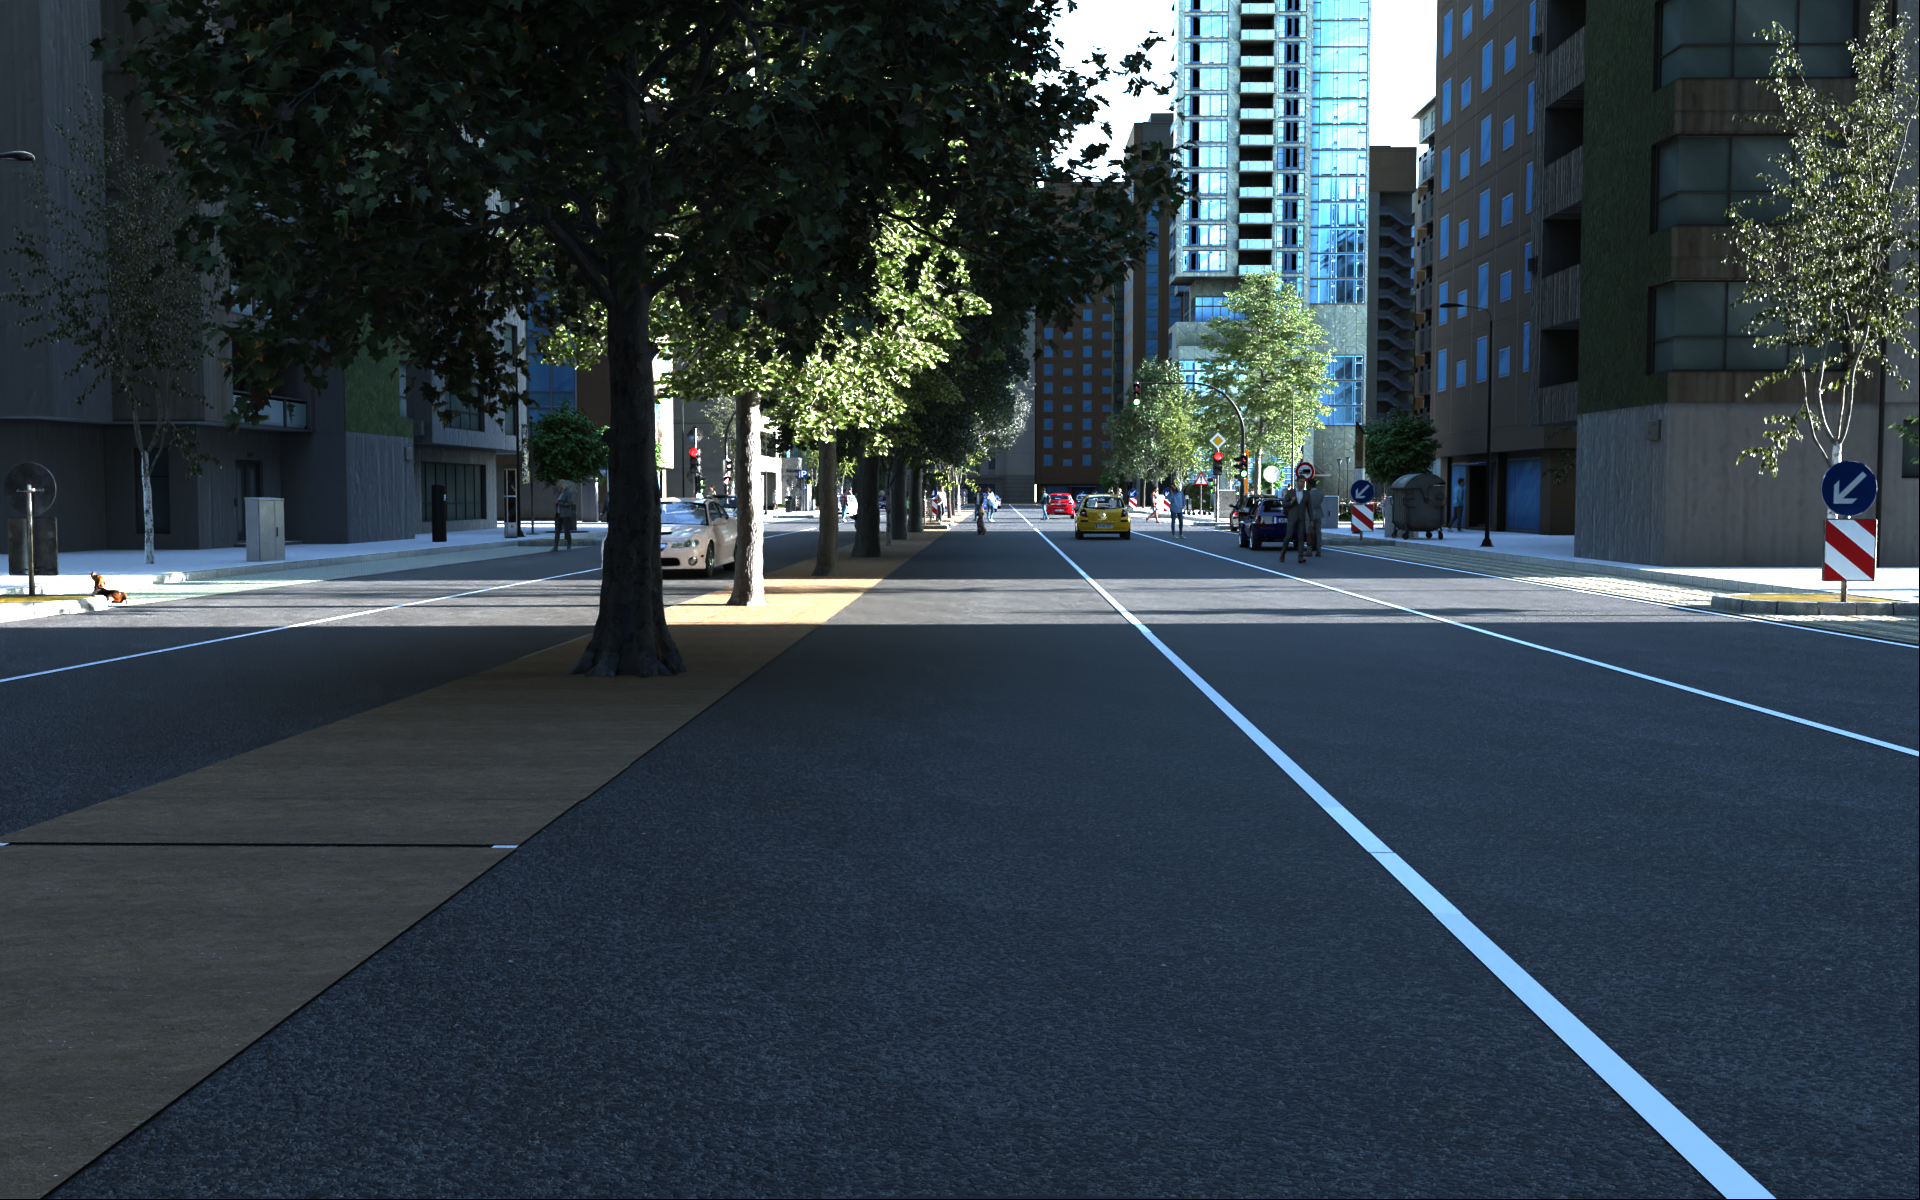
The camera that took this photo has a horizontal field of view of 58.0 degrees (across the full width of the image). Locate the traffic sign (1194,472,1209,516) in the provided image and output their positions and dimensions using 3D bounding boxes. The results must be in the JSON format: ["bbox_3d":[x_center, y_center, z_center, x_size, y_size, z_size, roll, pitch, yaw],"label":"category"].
[{"bbox_3d":[14.202,-6.243,102.083,0.884,2.594,0.081,0,4,2],"label":"traffic sign"}]

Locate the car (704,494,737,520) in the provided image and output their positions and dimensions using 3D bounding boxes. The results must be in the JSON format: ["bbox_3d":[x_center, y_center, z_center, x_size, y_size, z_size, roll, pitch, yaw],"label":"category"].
[{"bbox_3d":[-8.570,-3.207,62.217,2.009,1.686,4.222,0,4,1],"label":"car"}]

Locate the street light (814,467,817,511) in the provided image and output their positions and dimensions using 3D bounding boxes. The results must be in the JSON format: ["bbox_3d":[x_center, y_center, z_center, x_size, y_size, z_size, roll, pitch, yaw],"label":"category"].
[{"bbox_3d":[-10.812,-9.919,134.717,1.470,5.913,1.316,0,4,1],"label":"street light"}]

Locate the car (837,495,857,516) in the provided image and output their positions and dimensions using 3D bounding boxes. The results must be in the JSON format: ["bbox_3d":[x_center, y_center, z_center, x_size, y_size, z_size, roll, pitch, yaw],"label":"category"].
[{"bbox_3d":[-6.969,-5.569,103.408,2.083,1.381,4.827,0,4,0],"label":"car"}]

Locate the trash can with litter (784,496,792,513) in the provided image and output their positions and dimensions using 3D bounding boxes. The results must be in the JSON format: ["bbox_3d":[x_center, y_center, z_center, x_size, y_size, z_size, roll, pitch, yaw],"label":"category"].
[{"bbox_3d":[-11.882,-6.604,119.367,0.624,1.170,1.055,-1,4,-11],"label":"trash can with litter"}]

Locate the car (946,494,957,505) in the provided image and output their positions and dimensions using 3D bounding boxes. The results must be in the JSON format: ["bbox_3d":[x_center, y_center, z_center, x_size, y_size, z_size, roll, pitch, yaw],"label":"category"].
[{"bbox_3d":[-1.150,-13.079,225.848,2.014,1.417,4.499,0,4,3],"label":"car"}]

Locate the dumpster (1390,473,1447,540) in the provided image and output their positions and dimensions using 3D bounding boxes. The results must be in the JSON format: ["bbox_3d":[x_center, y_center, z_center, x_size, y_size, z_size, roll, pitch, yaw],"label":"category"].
[{"bbox_3d":[13.072,-2.668,49.376,1.264,1.857,1.865,0,4,1],"label":"dumpster"}]

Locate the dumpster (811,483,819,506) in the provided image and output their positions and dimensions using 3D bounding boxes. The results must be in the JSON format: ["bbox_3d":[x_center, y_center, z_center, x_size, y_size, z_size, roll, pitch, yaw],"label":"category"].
[{"bbox_3d":[-11.368,-8.433,140.371,1.502,2.255,1.985,0,4,1],"label":"dumpster"}]

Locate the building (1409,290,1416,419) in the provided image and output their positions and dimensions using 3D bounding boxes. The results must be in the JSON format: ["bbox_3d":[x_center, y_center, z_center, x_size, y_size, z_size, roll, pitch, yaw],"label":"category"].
[{"bbox_3d":[55.906,-28.976,245.460,14.107,30.474,14.160,0,4,1],"label":"building"}]

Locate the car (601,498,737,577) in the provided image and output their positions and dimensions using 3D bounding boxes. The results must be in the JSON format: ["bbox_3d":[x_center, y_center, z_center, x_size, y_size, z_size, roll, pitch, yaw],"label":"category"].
[{"bbox_3d":[-5.152,-1.161,31.346,2.083,1.381,4.827,0,4,2],"label":"car"}]

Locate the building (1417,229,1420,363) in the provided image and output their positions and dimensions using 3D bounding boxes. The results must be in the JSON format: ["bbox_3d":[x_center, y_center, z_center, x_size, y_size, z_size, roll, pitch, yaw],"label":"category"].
[{"bbox_3d":[70.069,-36.402,245.289,14.200,45.320,14.600,0,4,1],"label":"building"}]

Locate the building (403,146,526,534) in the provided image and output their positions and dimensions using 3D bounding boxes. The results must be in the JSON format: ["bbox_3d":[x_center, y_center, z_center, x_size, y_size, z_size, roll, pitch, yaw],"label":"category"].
[{"bbox_3d":[-23.287,-17.669,60.594,14.107,30.474,14.160,0,4,1],"label":"building"}]

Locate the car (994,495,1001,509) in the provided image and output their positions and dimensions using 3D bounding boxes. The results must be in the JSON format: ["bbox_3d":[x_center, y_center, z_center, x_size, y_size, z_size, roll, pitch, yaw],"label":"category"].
[{"bbox_3d":[3.109,-9.777,172.223,2.083,1.381,4.827,0,4,0],"label":"car"}]

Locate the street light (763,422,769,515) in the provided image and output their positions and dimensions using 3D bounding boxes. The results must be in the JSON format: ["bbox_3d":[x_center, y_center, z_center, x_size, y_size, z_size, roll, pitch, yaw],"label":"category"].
[{"bbox_3d":[-11.433,-8.212,106.804,1.470,5.913,1.316,0,4,1],"label":"street light"}]

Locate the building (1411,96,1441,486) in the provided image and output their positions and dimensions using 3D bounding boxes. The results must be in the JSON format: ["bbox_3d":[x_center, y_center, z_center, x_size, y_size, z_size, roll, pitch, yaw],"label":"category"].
[{"bbox_3d":[69.533,-38.017,210.818,27.495,52.752,28.713,0,4,1],"label":"building"}]

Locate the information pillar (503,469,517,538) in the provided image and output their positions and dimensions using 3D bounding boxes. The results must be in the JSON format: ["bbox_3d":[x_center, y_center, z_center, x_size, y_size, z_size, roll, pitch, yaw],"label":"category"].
[{"bbox_3d":[-13.109,-2.814,50.496,0.304,2.012,0.304,-2,4,-31],"label":"information pillar"}]

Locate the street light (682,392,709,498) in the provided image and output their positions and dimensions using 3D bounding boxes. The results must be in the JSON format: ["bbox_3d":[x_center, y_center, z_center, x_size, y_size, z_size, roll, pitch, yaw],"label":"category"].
[{"bbox_3d":[-12.060,-6.499,78.793,1.470,5.913,1.316,0,4,1],"label":"street light"}]

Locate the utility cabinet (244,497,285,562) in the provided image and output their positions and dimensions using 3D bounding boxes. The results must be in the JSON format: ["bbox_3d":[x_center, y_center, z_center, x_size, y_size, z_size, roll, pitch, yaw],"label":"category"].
[{"bbox_3d":[-13.335,-1.352,33.265,0.306,1.237,1.020,0,4,5],"label":"utility cabinet"}]

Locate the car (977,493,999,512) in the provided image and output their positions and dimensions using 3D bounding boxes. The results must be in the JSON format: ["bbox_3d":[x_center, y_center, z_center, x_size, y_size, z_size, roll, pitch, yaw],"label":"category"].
[{"bbox_3d":[2.152,-7.917,139.035,1.945,1.707,3.694,0,4,1],"label":"car"}]

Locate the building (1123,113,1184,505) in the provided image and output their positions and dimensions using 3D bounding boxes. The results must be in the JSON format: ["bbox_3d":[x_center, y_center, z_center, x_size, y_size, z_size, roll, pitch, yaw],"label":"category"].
[{"bbox_3d":[26.764,-33.890,204.215,14.600,45.320,14.200,0,4,1],"label":"building"}]

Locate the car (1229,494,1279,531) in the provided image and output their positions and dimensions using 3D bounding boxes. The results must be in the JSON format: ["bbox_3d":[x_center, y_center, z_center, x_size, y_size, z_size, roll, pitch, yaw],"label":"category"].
[{"bbox_3d":[11.186,-3.381,65.061,2.009,1.686,4.222,0,4,1],"label":"car"}]

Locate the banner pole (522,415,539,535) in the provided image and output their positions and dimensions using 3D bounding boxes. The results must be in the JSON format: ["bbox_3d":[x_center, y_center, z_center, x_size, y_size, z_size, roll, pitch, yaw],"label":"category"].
[{"bbox_3d":[-13.656,-3.962,54.795,0.401,3.779,0.863,1,4,14],"label":"banner pole"}]

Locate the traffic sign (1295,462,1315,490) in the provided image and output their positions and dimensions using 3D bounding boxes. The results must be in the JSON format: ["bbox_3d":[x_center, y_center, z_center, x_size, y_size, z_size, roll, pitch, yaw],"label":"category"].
[{"bbox_3d":[13.780,-4.230,69.267,0.768,2.556,0.104,0,4,4],"label":"traffic sign"}]

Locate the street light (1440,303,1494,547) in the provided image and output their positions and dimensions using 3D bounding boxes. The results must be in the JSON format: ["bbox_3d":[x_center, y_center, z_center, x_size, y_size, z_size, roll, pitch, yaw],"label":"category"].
[{"bbox_3d":[12.335,-4.258,42.158,1.470,5.913,1.316,0,4,1],"label":"street light"}]

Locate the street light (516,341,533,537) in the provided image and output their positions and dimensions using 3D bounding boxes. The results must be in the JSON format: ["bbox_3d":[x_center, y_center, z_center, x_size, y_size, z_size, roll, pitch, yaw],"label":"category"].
[{"bbox_3d":[-12.635,-4.832,51.550,1.470,5.913,1.316,0,4,1],"label":"street light"}]

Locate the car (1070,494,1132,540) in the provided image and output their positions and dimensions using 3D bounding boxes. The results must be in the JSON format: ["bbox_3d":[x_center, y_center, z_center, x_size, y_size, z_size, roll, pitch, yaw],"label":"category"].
[{"bbox_3d":[4.587,-2.797,55.947,2.015,1.641,3.980,0,4,2],"label":"car"}]

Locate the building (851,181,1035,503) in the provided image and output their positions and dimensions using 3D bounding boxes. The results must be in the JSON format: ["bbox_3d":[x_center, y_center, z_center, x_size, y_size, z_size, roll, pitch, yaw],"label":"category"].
[{"bbox_3d":[-3.343,-43.300,249.961,28.212,58.520,21.231,0,4,1],"label":"building"}]

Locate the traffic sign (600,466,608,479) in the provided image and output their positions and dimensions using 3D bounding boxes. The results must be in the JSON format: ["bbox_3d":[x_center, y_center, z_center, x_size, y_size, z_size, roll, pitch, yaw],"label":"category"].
[{"bbox_3d":[-12.855,-3.880,63.174,0.795,2.593,0.064,0,4,3],"label":"traffic sign"}]

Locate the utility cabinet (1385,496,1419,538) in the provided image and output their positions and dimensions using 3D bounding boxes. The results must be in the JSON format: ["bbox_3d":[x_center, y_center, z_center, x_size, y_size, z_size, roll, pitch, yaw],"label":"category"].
[{"bbox_3d":[13.056,-2.450,51.212,0.306,1.237,1.020,-3,5,-40],"label":"utility cabinet"}]

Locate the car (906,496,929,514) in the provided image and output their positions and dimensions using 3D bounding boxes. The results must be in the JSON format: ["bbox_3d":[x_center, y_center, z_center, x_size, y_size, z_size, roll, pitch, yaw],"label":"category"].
[{"bbox_3d":[-2.937,-6.887,121.392,1.959,1.807,4.718,0,4,3],"label":"car"}]

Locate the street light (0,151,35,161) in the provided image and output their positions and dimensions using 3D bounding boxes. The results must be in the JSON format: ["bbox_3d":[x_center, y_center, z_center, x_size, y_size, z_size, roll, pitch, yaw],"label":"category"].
[{"bbox_3d":[-13.241,-3.125,23.636,1.470,5.913,1.316,0,4,1],"label":"street light"}]

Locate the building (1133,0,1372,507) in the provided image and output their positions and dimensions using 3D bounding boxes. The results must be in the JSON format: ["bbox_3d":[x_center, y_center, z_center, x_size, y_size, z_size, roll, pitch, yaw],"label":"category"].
[{"bbox_3d":[30.591,-53.061,180.223,22.319,86.520,31.000,0,4,1],"label":"building"}]

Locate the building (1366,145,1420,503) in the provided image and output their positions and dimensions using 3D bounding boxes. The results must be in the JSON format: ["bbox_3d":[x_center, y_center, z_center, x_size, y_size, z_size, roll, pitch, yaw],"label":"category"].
[{"bbox_3d":[48.458,-34.768,218.560,14.200,45.320,14.600,0,4,1],"label":"building"}]

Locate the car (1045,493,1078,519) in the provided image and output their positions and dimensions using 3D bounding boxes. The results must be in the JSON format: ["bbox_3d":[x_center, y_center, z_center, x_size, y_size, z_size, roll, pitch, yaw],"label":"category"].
[{"bbox_3d":[5.798,-5.635,101.169,2.155,1.783,4.494,0,4,3],"label":"car"}]

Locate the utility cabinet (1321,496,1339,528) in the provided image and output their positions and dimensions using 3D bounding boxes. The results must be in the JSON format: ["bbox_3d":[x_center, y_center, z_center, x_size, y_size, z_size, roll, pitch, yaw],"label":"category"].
[{"bbox_3d":[13.629,-3.279,64.781,1.020,1.237,0.306,1,4,18],"label":"utility cabinet"}]

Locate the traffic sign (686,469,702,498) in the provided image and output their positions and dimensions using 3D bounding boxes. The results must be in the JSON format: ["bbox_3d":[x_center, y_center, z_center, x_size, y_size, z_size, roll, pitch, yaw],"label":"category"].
[{"bbox_3d":[-12.753,-5.075,83.084,0.768,2.556,0.104,1,4,8],"label":"traffic sign"}]

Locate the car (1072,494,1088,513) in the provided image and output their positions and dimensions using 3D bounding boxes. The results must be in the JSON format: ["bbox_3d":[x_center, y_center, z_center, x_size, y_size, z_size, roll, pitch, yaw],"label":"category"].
[{"bbox_3d":[9.453,-7.299,131.344,2.014,1.417,4.499,0,4,2],"label":"car"}]

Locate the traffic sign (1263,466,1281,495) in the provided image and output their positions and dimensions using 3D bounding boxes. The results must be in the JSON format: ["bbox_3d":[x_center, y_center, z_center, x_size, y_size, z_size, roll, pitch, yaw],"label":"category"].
[{"bbox_3d":[13.911,-4.721,77.292,0.768,2.556,0.104,0,4,7],"label":"traffic sign"}]

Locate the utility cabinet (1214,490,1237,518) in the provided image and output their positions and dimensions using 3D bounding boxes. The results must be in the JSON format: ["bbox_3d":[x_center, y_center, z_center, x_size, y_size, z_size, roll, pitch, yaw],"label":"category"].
[{"bbox_3d":[13.845,-4.998,90.401,1.173,1.500,0.318,1,4,8],"label":"utility cabinet"}]

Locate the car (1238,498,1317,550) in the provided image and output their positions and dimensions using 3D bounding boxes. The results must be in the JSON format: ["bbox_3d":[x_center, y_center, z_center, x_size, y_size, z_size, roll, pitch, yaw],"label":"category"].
[{"bbox_3d":[8.325,-2.006,45.379,1.945,1.354,3.894,0,4,3],"label":"car"}]

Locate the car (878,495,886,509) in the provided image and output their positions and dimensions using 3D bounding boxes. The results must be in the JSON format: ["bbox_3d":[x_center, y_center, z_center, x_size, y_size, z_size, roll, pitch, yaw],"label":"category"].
[{"bbox_3d":[-6.704,-8.085,144.772,1.945,1.354,3.894,0,4,2],"label":"car"}]

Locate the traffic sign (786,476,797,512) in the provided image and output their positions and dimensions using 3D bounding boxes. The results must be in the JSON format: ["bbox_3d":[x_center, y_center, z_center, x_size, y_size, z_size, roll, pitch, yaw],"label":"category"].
[{"bbox_3d":[-11.837,-7.451,121.926,0.768,2.556,0.104,0,4,4],"label":"traffic sign"}]

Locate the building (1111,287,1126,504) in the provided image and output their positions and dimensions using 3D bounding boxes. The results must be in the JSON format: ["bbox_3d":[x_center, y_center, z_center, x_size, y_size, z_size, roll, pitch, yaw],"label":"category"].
[{"bbox_3d":[26.089,-27.375,219.276,14.160,30.474,14.107,0,4,1],"label":"building"}]

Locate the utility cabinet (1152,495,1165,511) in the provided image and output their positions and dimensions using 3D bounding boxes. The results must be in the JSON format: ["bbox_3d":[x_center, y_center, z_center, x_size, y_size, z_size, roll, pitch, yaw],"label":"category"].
[{"bbox_3d":[14.808,-7.215,129.128,1.020,1.237,0.306,-3,4,-36],"label":"utility cabinet"}]

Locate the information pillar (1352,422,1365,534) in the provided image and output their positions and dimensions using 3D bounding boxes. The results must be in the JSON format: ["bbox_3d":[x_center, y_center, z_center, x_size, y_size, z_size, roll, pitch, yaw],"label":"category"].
[{"bbox_3d":[12.922,-3.955,56.014,0.183,3.616,0.504,-1,4,-18],"label":"information pillar"}]

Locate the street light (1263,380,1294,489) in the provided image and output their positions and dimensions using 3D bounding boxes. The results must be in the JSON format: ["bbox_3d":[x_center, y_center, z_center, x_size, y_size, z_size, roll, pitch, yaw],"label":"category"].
[{"bbox_3d":[12.970,-5.983,70.367,1.470,5.913,1.316,0,4,1],"label":"street light"}]

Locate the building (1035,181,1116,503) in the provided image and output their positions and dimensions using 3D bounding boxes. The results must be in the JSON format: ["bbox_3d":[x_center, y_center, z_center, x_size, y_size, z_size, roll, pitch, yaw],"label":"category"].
[{"bbox_3d":[17.784,-36.479,246.550,14.200,45.320,14.600,0,4,1],"label":"building"}]
